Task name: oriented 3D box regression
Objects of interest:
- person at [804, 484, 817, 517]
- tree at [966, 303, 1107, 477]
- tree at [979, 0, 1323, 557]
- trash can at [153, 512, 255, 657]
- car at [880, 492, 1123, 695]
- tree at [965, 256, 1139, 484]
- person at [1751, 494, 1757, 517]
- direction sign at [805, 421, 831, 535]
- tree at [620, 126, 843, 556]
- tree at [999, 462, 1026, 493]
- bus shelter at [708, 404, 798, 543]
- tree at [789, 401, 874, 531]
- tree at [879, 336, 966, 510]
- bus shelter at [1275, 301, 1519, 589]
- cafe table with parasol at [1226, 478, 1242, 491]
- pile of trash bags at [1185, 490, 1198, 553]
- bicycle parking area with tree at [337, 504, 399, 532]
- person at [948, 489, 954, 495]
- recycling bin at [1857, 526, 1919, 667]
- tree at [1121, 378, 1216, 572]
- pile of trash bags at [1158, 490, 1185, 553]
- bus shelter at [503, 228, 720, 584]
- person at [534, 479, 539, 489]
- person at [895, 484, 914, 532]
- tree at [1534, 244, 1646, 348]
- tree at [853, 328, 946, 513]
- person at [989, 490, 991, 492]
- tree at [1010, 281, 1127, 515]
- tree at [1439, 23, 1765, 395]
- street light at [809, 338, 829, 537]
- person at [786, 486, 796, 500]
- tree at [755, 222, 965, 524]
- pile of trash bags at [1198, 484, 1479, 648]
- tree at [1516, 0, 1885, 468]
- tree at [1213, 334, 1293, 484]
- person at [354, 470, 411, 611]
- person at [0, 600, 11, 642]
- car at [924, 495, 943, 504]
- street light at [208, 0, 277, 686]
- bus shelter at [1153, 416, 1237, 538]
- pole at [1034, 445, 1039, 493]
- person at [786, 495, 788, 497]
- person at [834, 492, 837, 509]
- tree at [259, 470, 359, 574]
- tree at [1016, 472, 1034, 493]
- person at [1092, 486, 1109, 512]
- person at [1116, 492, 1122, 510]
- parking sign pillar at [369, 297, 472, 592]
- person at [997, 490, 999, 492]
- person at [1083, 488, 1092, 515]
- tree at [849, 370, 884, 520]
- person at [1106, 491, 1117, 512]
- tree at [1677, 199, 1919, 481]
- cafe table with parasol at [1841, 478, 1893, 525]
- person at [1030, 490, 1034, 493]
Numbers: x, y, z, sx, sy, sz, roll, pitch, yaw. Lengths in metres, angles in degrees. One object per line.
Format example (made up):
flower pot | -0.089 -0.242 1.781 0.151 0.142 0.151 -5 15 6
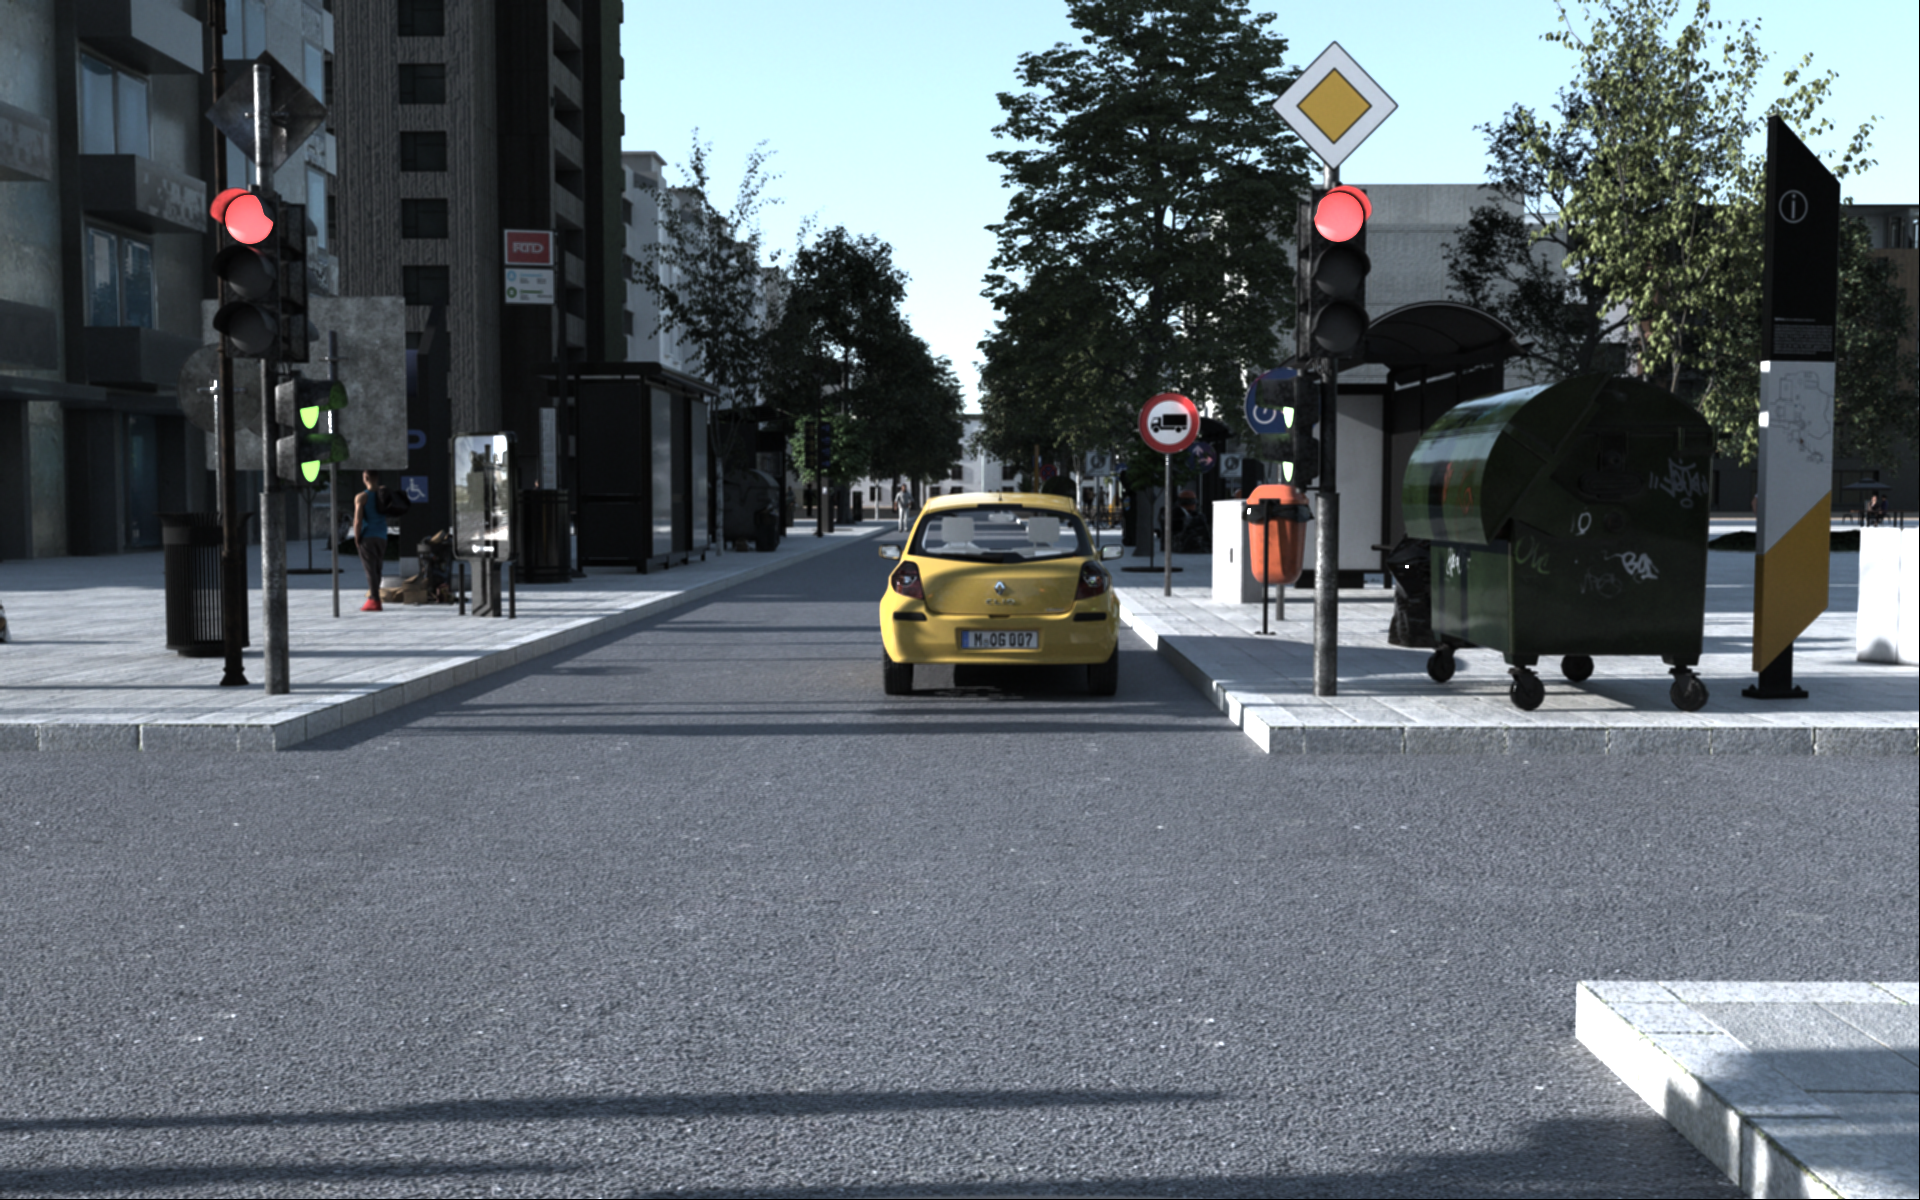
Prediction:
person | -8.347 -5.553 96.460 0.705 1.869 1.348 2 4 31
tree | 5.138 -11.791 99.431 9.857 13.997 8.962 0 3 0
tree | 4.233 -7.174 35.429 7.486 12.596 7.792 0 3 0
trash can | -5.996 -0.130 13.785 0.748 1.137 0.748 0 3 0
car | 0.325 -0.217 13.777 2.015 1.641 3.980 0 4 2
tree | 4.888 -10.196 83.710 9.611 12.733 9.660 0 3 0
person | 13.193 -1.284 27.972 0.756 1.711 0.436 1 4 18
direction sign | -4.428 -3.791 53.974 0.876 3.537 0.379 -2 4 -31
tree | -4.744 -5.221 35.724 4.360 8.622 3.978 0 3 0
tree | 6.019 -14.411 161.380 9.928 11.665 9.643 0 3 0
bus shelter | -5.720 -3.493 48.401 1.731 3.624 6.357 0 4 1
tree | -4.505 -4.746 61.303 4.285 4.588 4.351 0 3 0
tree | -3.746 -14.169 138.320 9.857 13.997 8.962 0 3 0
bus shelter | 5.047 -1.652 20.927 2.014 3.302 5.546 0 4 1
cafe table with parasol | 11.316 -4.211 73.722 2.610 1.966 2.610 -2 4 -33
pile of trash bags | 5.436 -1.309 31.150 1.912 1.369 3.447 0 4 -6
bicycle parking area with tree | -21.752 -4.560 61.552 8.231 4.147 9.016 1 4 22
person | -0.626 -7.616 132.983 1.348 1.831 0.705 1 4 18
recycling bin | 7.352 -0.035 13.132 0.722 1.027 0.722 -2 4 -28
tree | 3.126 -2.082 28.647 1.663 3.219 1.824 0 3 0
pile of trash bags | 5.384 -1.788 38.982 1.912 1.369 3.447 0 4 -6
bus shelter | -5.763 -3.137 28.921 2.179 5.291 8.768 0 4 1
person | -15.094 -3.430 62.249 0.598 1.807 0.434 -2 4 -27
person | -2.120 -3.445 64.973 0.875 1.805 0.789 -1 4 -11
tree | 18.582 -6.231 52.243 4.360 8.622 3.978 0 3 0
tree | -4.059 -12.133 116.498 7.486 12.596 7.792 0 3 0
person | 2.810 -9.273 160.120 0.705 1.822 1.348 -2 4 -34
tree | 4.055 -6.662 59.284 4.737 8.622 4.395 0 3 0
tree | 12.622 -6.103 34.201 7.601 10.594 8.767 1 4 12
street light | -4.162 -4.800 51.271 0.468 5.910 1.993 0 4 1
person | -11.067 -6.508 112.527 0.705 1.814 1.350 -3 5 -44
tree | -4.788 -9.557 73.261 9.611 12.733 9.660 0 3 0
pile of trash bags | 4.105 -0.337 15.261 3.447 1.369 1.912 2 4 33
tree | 9.001 -4.374 21.873 4.737 8.622 4.395 0 3 0
tree | 13.939 -7.895 79.454 4.737 8.622 4.395 0 3 0
person | -6.418 -0.682 19.070 0.662 1.594 0.647 2 4 25
person | -8.399 0.098 14.909 0.381 0.543 0.357 2 4 28
car | -1.092 -5.430 101.145 2.083 1.381 4.827 0 4 2
street light | -4.882 -2.366 11.471 0.468 5.910 1.993 0 4 1
bus shelter | 6.245 -3.302 47.919 2.014 3.302 5.546 0 4 1
pole | 3.159 -4.757 71.617 0.158 3.312 0.155 0 3 0
person | -10.561 -5.981 104.550 0.721 1.743 1.217 1 4 16
person | -10.759 -8.503 148.328 0.557 1.426 1.065 2 4 28
tree | -10.468 -2.053 28.164 1.663 3.219 1.824 0 3 0
tree | 5.524 -9.374 147.872 1.663 3.219 1.824 0 3 0
person | 9.422 -6.686 115.360 1.348 1.824 0.705 1 4 18
person | 12.662 -7.921 138.812 0.557 1.426 1.065 -2 4 -34
parking sign pillar | -7.167 -2.120 23.136 1.447 3.967 1.447 0 4 -6
person | 2.576 -6.729 119.231 1.217 1.743 0.721 1 4 19
person | 7.963 -6.164 108.293 0.593 1.643 0.415 0 4 1
tree | -4.256 -8.250 85.246 4.360 8.622 3.978 0 3 0
person | 10.712 -7.133 122.808 0.705 1.807 1.348 3 4 38
tree | 32.471 -9.133 66.330 9.611 12.733 9.660 0 3 0
cafe table with parasol | 38.232 -4.170 73.041 2.610 1.966 2.610 0 4 -6
person | 6.383 -8.872 151.113 0.705 1.823 1.348 3 4 38
